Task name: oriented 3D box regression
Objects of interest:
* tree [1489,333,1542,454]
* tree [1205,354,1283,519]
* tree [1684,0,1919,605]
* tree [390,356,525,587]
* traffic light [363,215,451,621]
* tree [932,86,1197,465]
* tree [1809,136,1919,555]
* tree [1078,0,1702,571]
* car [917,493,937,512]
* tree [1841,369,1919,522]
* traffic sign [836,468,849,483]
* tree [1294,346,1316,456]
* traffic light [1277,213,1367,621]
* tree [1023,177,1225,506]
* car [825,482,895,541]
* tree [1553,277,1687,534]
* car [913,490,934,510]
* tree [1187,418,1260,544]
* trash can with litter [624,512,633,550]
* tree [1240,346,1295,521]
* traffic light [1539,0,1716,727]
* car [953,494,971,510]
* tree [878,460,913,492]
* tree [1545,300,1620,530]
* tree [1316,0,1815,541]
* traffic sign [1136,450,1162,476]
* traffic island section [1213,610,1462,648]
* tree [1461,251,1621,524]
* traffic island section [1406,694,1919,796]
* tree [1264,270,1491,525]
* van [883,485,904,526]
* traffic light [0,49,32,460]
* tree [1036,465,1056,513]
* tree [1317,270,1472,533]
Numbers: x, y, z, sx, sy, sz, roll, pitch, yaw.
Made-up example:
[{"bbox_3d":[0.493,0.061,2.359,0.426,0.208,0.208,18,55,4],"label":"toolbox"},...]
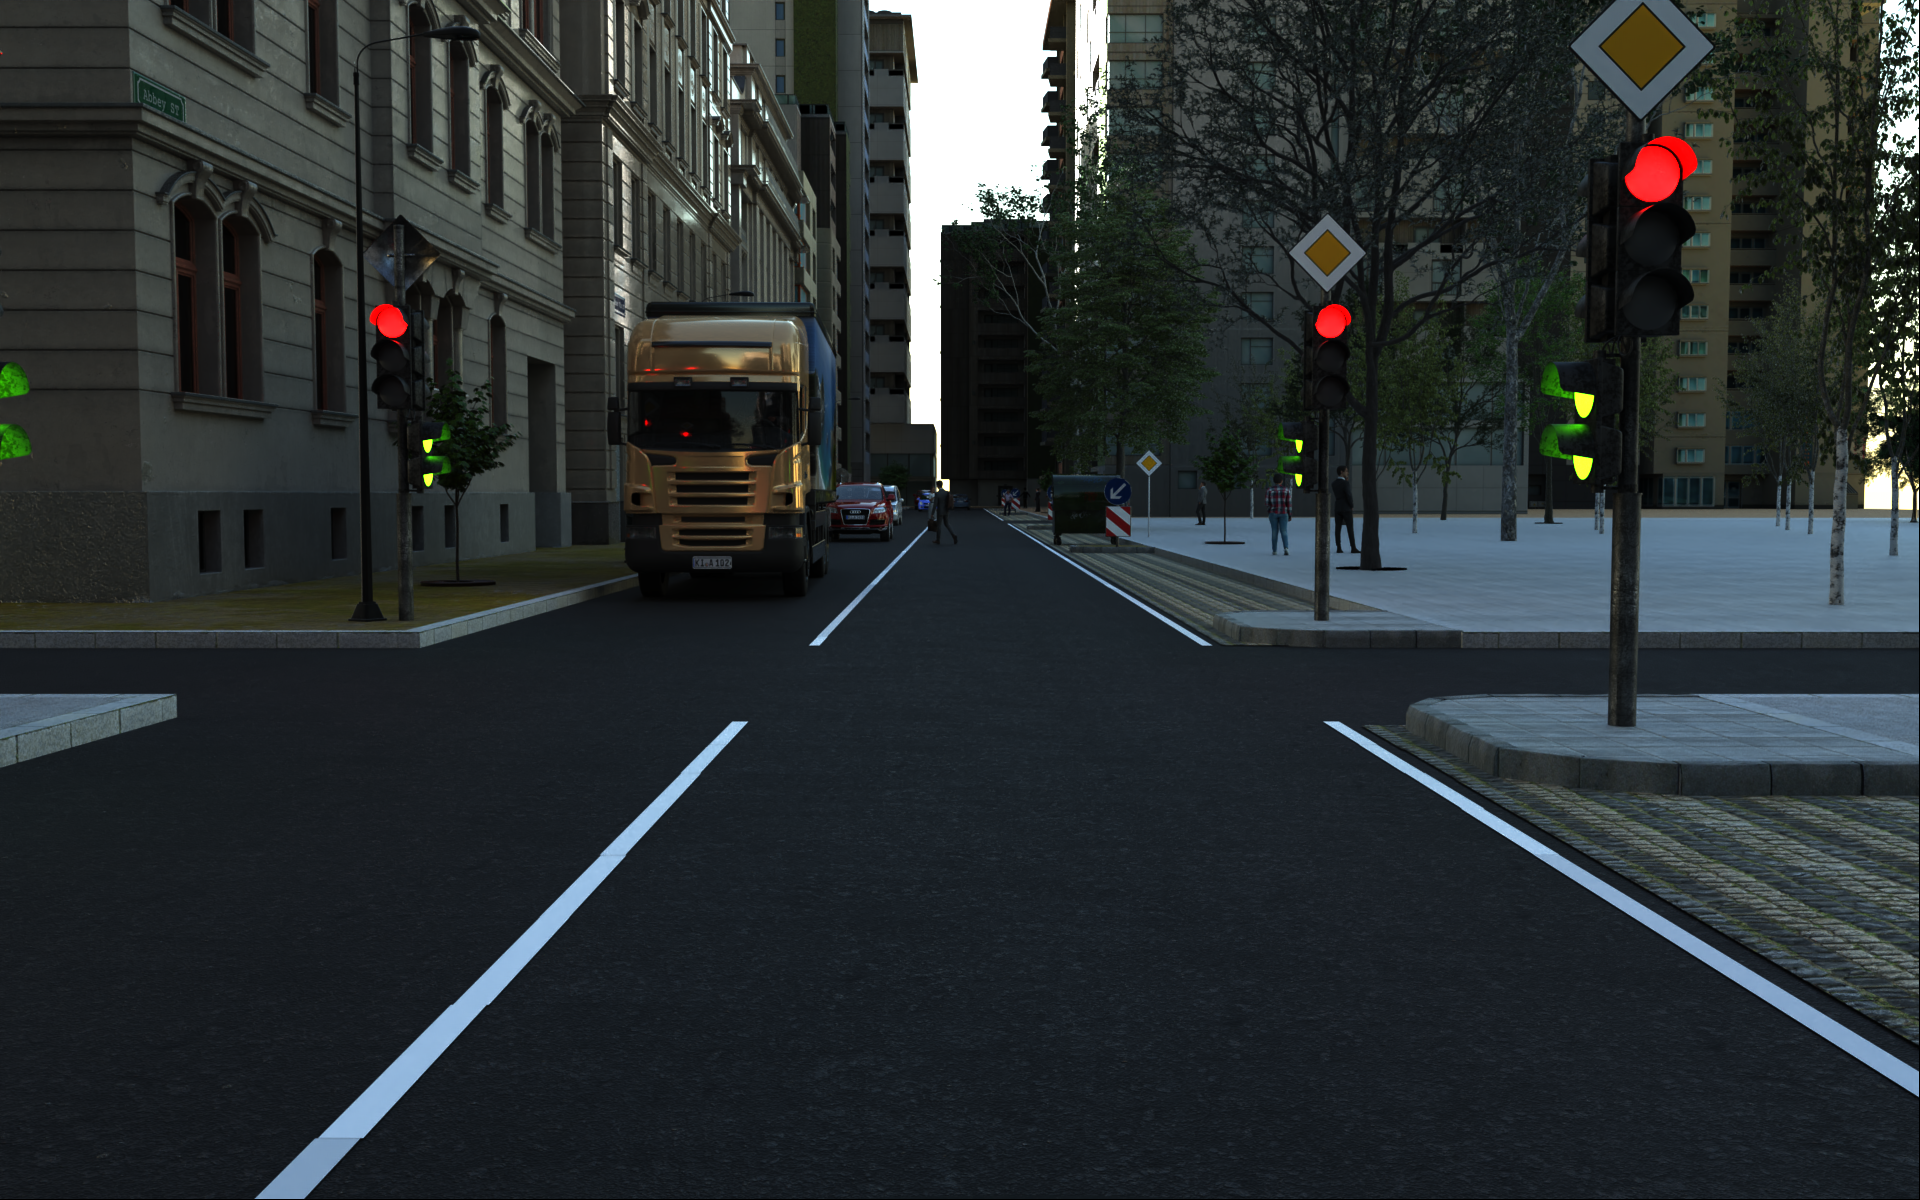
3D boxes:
[{"bbox_3d":[23.802,-9.187,84.619,8.767,10.594,7.601,0,4,-3],"label":"tree"},{"bbox_3d":[15.011,-8.545,90.072,4.360,8.622,3.978,0,3,0],"label":"tree"},{"bbox_3d":[10.428,-4.251,19.863,4.360,8.622,3.978,0,3,0],"label":"tree"},{"bbox_3d":[-7.226,-1.821,24.382,1.663,3.219,1.824,0,3,0],"label":"tree"},{"bbox_3d":[-5.605,-1.746,17.470,0.839,4.253,0.868,0,3,0],"label":"traffic light"},{"bbox_3d":[5.037,-13.911,83.339,12.611,20.169,13.585,0,3,0],"label":"tree"},{"bbox_3d":[19.501,-5.222,35.744,4.737,8.622,4.395,0,3,0],"label":"tree"},{"bbox_3d":[6.798,-7.249,28.893,12.009,13.543,11.850,0,3,0],"label":"tree"},{"bbox_3d":[-2.550,-8.144,142.751,1.945,1.707,3.694,0,4,1],"label":"car"},{"bbox_3d":[44.604,-6.876,75.328,11.467,7.101,20.602,0,4,-2],"label":"tree"},{"bbox_3d":[-5.834,-5.195,85.036,0.768,2.556,0.104,0,4,2],"label":"traffic sign"},{"bbox_3d":[15.334,-6.919,63.482,4.737,8.622,4.395,0,3,0],"label":"tree"},{"bbox_3d":[3.656,-1.747,17.486,0.839,4.253,0.868,0,3,0],"label":"traffic light"},{"bbox_3d":[6.146,-8.819,62.315,7.486,12.596,7.792,0,3,0],"label":"tree"},{"bbox_3d":[-3.143,-2.773,54.018,2.281,1.827,5.304,0,4,-1],"label":"car"},{"bbox_3d":[20.915,-6.448,55.791,4.737,8.622,4.395,0,3,0],"label":"tree"},{"bbox_3d":[-3.168,-9.194,159.000,2.281,1.827,5.304,0,4,-1],"label":"car"},{"bbox_3d":[6.939,-3.050,44.476,1.663,3.219,1.824,0,3,0],"label":"tree"},{"bbox_3d":[-6.030,-1.305,32.724,0.624,1.170,1.055,-1,4,-8],"label":"trash can with litter"},{"bbox_3d":[15.876,-8.150,83.622,4.737,8.622,4.395,0,3,0],"label":"tree"},{"bbox_3d":[3.656,-1.259,9.501,0.839,4.253,0.868,0,3,0],"label":"traffic light"},{"bbox_3d":[0.021,-8.758,155.192,2.014,1.417,4.499,0,4,1],"label":"car"},{"bbox_3d":[-6.145,-11.028,164.015,4.285,4.588,4.351,0,3,0],"label":"tree"},{"bbox_3d":[23.034,-6.811,61.722,4.360,8.622,3.978,0,3,0],"label":"tree"},{"bbox_3d":[16.206,-11.624,45.947,12.611,20.169,13.585,0,3,0],"label":"tree"},{"bbox_3d":[5.640,-3.168,51.535,0.795,2.593,0.064,1,4,9],"label":"traffic sign"},{"bbox_3d":[3.696,0.286,17.600,2.009,0.180,2.903,0,3,0],"label":"traffic island section"},{"bbox_3d":[25.368,-9.115,74.789,9.928,11.665,9.643,0,3,0],"label":"tree"},{"bbox_3d":[3.696,0.775,9.615,2.009,0.180,2.903,0,3,0],"label":"traffic island section"},{"bbox_3d":[16.216,-8.372,71.287,7.601,10.594,8.767,0,4,-6],"label":"tree"},{"bbox_3d":[-3.580,-4.471,80.111,2.013,2.044,4.112,0,4,1],"label":"van"},{"bbox_3d":[-5.605,-1.258,9.485,0.839,4.253,0.868,0,3,0],"label":"traffic light"},{"bbox_3d":[6.104,-7.479,116.879,1.663,3.219,1.824,0,3,0],"label":"tree"},{"bbox_3d":[14.811,-6.484,56.373,4.737,8.622,4.395,0,3,0],"label":"tree"}]
